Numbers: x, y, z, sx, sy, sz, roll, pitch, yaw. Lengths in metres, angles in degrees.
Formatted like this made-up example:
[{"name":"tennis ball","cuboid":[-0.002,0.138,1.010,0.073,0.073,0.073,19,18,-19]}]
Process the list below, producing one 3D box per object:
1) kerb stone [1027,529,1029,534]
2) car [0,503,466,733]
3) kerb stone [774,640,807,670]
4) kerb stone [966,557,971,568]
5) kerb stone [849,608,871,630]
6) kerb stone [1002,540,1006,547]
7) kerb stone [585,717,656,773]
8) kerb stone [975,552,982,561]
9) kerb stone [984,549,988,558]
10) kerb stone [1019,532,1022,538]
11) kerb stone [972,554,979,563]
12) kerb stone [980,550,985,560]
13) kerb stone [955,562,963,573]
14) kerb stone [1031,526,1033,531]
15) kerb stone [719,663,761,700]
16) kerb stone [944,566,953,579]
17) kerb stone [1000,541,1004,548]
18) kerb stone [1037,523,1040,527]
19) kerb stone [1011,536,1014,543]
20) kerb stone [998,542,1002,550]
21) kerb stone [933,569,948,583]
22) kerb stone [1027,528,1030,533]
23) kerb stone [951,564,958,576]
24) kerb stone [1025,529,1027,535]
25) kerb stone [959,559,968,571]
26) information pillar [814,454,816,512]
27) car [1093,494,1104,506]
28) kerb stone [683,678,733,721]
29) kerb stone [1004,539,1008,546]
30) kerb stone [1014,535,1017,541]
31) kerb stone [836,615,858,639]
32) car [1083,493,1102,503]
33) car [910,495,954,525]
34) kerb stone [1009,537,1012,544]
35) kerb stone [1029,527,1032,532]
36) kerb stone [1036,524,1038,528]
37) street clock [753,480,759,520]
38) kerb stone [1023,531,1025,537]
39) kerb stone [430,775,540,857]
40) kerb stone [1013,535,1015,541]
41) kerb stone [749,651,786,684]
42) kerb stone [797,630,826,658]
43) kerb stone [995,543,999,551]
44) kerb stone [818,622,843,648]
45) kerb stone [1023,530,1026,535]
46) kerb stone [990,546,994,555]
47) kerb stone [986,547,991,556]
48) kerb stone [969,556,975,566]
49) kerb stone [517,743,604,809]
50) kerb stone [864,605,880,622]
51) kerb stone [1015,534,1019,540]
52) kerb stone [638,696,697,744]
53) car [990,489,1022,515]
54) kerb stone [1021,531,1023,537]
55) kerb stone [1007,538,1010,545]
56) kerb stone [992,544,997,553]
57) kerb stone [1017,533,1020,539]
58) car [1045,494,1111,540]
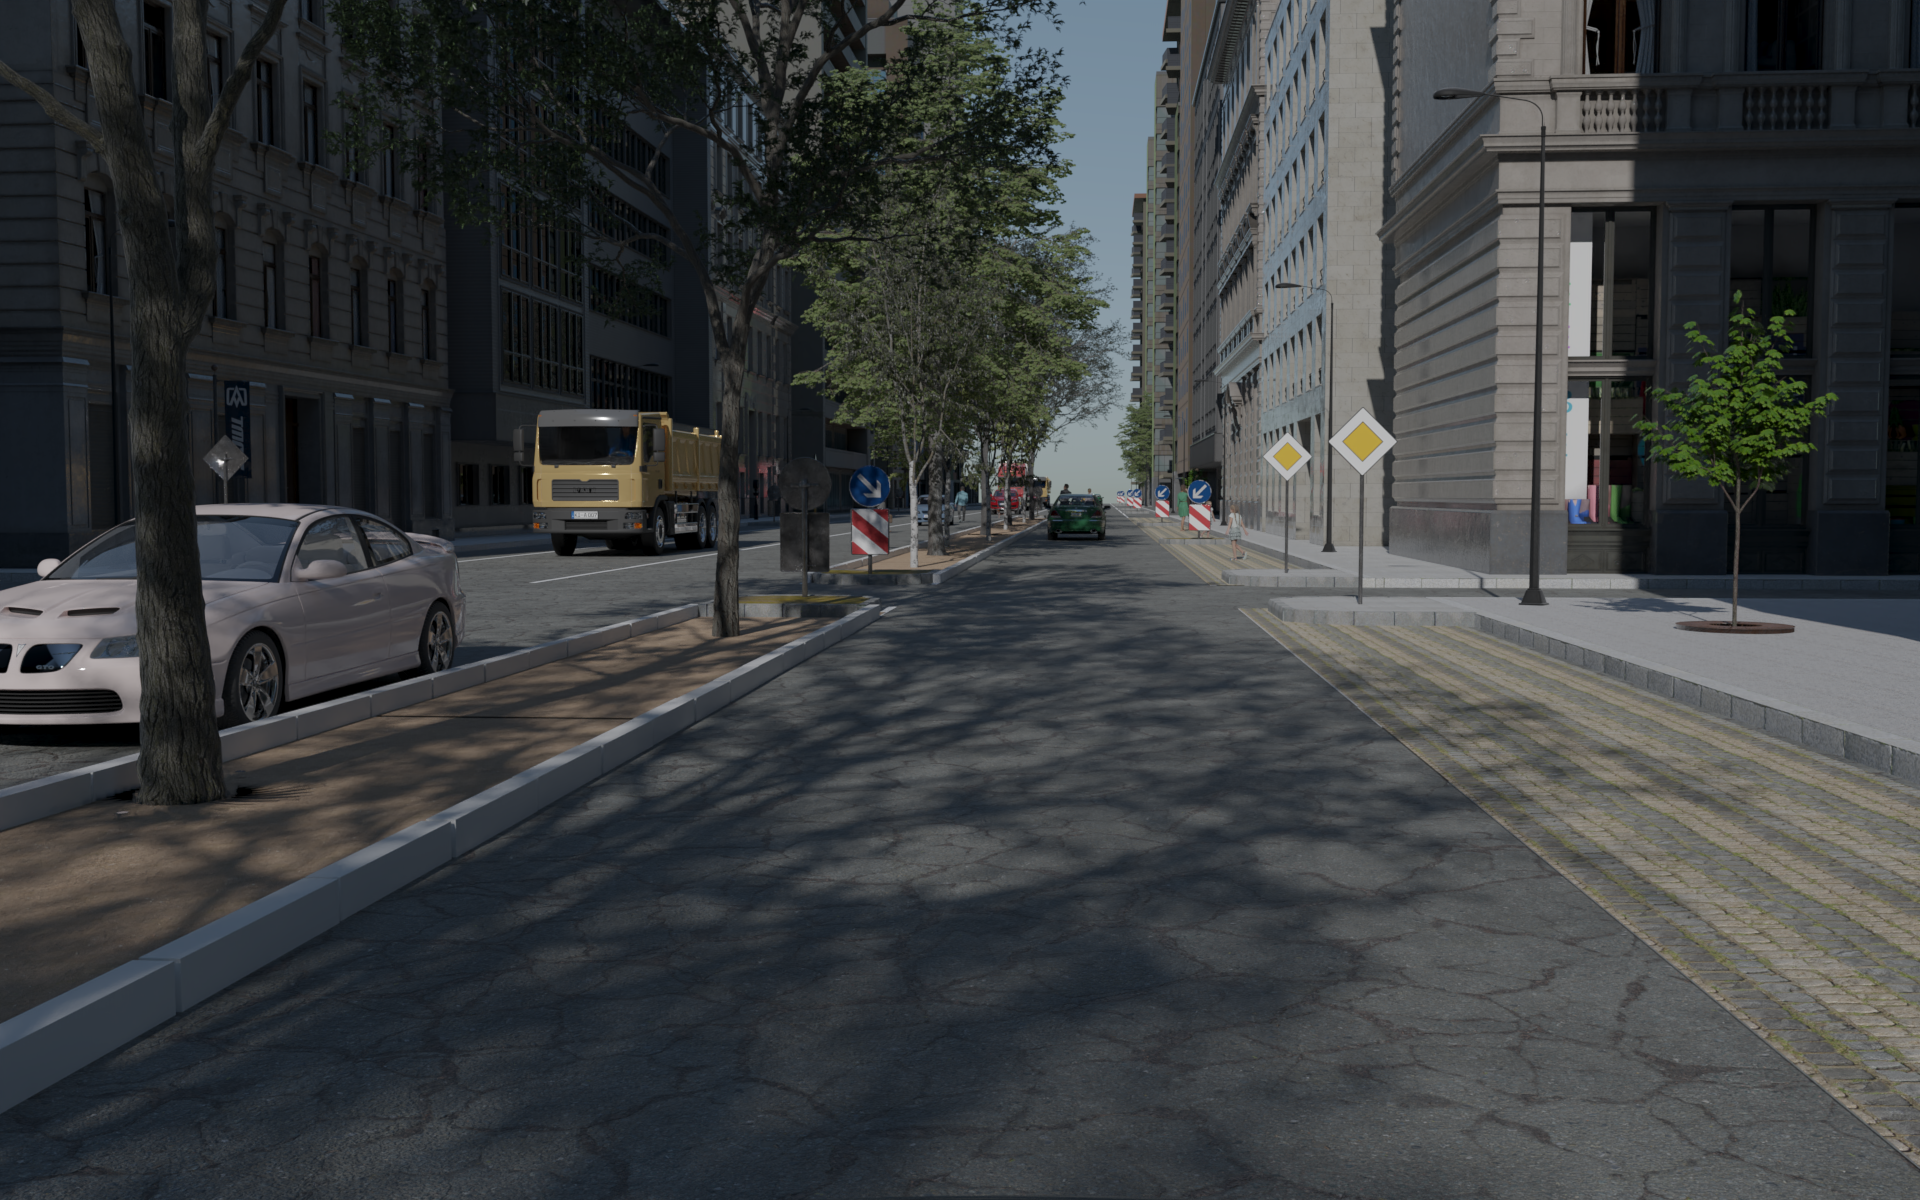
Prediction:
[{"name":"kerb stone","cuboid":[2.206,-2.311,59.982,0.120,0.150,1.000,0,4,5]},{"name":"car","cuboid":[-4.950,0.033,11.820,2.083,1.381,4.827,0,4,5]},{"name":"kerb stone","cuboid":[-1.444,0.473,14.469,0.120,0.150,1.000,0,4,5]},{"name":"kerb stone","cuboid":[0.075,-0.685,33.387,0.120,0.150,1.000,0,4,5]},{"name":"kerb stone","cuboid":[-1.111,0.222,18.561,0.120,0.150,1.000,0,4,5]},{"name":"kerb stone","cuboid":[1.055,-1.436,45.671,0.120,0.150,1.000,0,4,5]},{"name":"kerb stone","cuboid":[-1.845,0.785,9.366,0.120,0.150,1.000,0,4,5]},{"name":"kerb stone","cuboid":[0.325,-0.873,36.473,0.120,0.150,1.000,0,4,5]},{"name":"kerb stone","cuboid":[0.477,-0.995,38.512,0.120,0.150,1.000,0,4,5]},{"name":"kerb stone","cuboid":[1.788,-1.999,54.877,0.120,0.150,1.000,0,4,5]},{"name":"kerb stone","cuboid":[0.234,-0.806,35.444,0.120,0.150,1.000,0,4,5]},{"name":"kerb stone","cuboid":[0.400,-0.935,37.492,0.120,0.150,1.000,0,4,5]},{"name":"kerb stone","cuboid":[-0.084,-0.556,31.350,0.120,0.150,1.000,0,4,5]},{"name":"kerb stone","cuboid":[2.527,-2.562,64.079,0.120,0.150,1.000,0,4,5]},{"name":"kerb stone","cuboid":[-1.600,0.597,12.427,0.120,0.150,1.000,0,4,5]},{"name":"kerb stone","cuboid":[-0.256,-0.432,29.303,0.120,0.150,1.000,0,4,5]},{"name":"kerb stone","cuboid":[0.975,-1.373,44.650,0.120,0.150,1.000,0,4,5]},{"name":"kerb stone","cuboid":[3.102,-2.995,71.228,0.120,0.150,1.000,0,4,5]},{"name":"kerb stone","cuboid":[1.384,-1.685,49.765,0.120,0.150,1.000,0,4,5]},{"name":"kerb stone","cuboid":[0.899,-1.310,43.618,0.120,0.150,1.000,0,4,5]},{"name":"kerb stone","cuboid":[-0.335,-0.372,28.281,0.120,0.150,1.000,0,4,5]},{"name":"kerb stone","cuboid":[2.284,-2.374,61.004,0.120,0.150,1.000,0,4,5]},{"name":"kerb stone","cuboid":[-0.171,-0.497,30.328,0.120,0.150,1.000,0,4,5]},{"name":"kerb stone","cuboid":[2.125,-2.249,58.963,0.120,0.150,1.000,0,4,5]},{"name":"kerb stone","cuboid":[-0.002,-0.622,32.368,0.120,0.150,1.000,0,4,5]},{"name":"information pillar","cuboid":[-8.402,-6.682,100.604,0.183,3.616,0.504,0,4,1]},{"name":"car","cuboid":[16.627,-12.304,212.960,2.131,1.459,4.920,0,4,6]},{"name":"kerb stone","cuboid":[-1.680,0.662,11.408,0.120,0.150,1.000,0,4,5]},{"name":"kerb stone","cuboid":[1.136,-1.498,46.695,0.120,0.150,1.000,0,4,5]},{"name":"kerb stone","cuboid":[1.541,-1.804,51.804,0.120,0.150,1.000,0,4,5]},{"name":"kerb stone","cuboid":[-1.184,0.286,17.541,0.120,0.150,1.000,0,4,5]},{"name":"car","cuboid":[7.242,-5.571,100.873,2.009,1.686,4.222,0,4,6]},{"name":"car","cuboid":[-1.236,-4.109,79.184,2.014,1.417,4.499,0,4,4]},{"name":"kerb stone","cuboid":[1.302,-1.623,48.739,0.120,0.150,1.000,0,4,5]},{"name":"kerb stone","cuboid":[2.449,-2.495,63.058,0.120,0.150,1.000,0,4,5]},{"name":"kerb stone","cuboid":[2.931,-2.874,69.190,0.120,0.150,1.000,0,4,5]},{"name":"street clock","cuboid":[-10.150,-4.992,86.196,0.358,2.002,0.471,0,4,5]},{"name":"kerb stone","cuboid":[1.956,-2.124,56.926,0.120,0.150,1.000,0,4,5]},{"name":"kerb stone","cuboid":[-2.006,0.909,7.327,0.120,0.150,1.000,0,4,5]},{"name":"kerb stone","cuboid":[1.465,-1.740,50.785,0.120,0.150,1.000,0,4,5]},{"name":"kerb stone","cuboid":[-1.524,0.535,13.447,0.120,0.150,1.000,0,4,5]},{"name":"kerb stone","cuboid":[-1.360,0.410,15.493,0.120,0.150,1.000,0,4,5]},{"name":"kerb stone","cuboid":[0.820,-1.244,42.599,0.120,0.150,1.000,0,4,5]},{"name":"kerb stone","cuboid":[-1.273,0.348,16.511,0.120,0.150,1.000,0,4,5]},{"name":"kerb stone","cuboid":[2.036,-2.183,57.945,0.120,0.150,1.000,0,4,5]},{"name":"kerb stone","cuboid":[0.650,-1.119,40.557,0.120,0.150,1.000,0,4,5]},{"name":"kerb stone","cuboid":[0.561,-1.060,39.530,0.120,0.150,1.000,0,4,5]},{"name":"kerb stone","cuboid":[0.157,-0.739,34.417,0.120,0.150,1.000,0,4,5]},{"name":"kerb stone","cuboid":[-1.930,0.847,8.346,0.120,0.150,1.000,0,4,5]},{"name":"kerb stone","cuboid":[-1.030,0.160,19.582,0.120,0.150,1.000,0,4,5]},{"name":"kerb stone","cuboid":[1.630,-1.874,52.830,0.120,0.150,1.000,0,4,5]},{"name":"kerb stone","cuboid":[-1.767,0.722,10.385,0.120,0.150,1.000,0,4,5]},{"name":"car","cuboid":[3.219,-6.907,121.605,2.281,1.827,5.304,0,4,5]},{"name":"kerb stone","cuboid":[1.873,-2.060,55.895,0.120,0.150,1.000,0,4,5]},{"name":"kerb stone","cuboid":[1.218,-1.561,47.721,0.120,0.150,1.000,0,4,5]},{"name":"kerb stone","cuboid":[0.727,-1.185,41.576,0.120,0.150,1.000,0,4,5]},{"name":"kerb stone","cuboid":[1.706,-1.934,53.852,0.120,0.150,1.000,0,4,5]},{"name":"car","cuboid":[3.740,-2.654,55.189,2.131,1.459,4.920,0,4,5]}]
